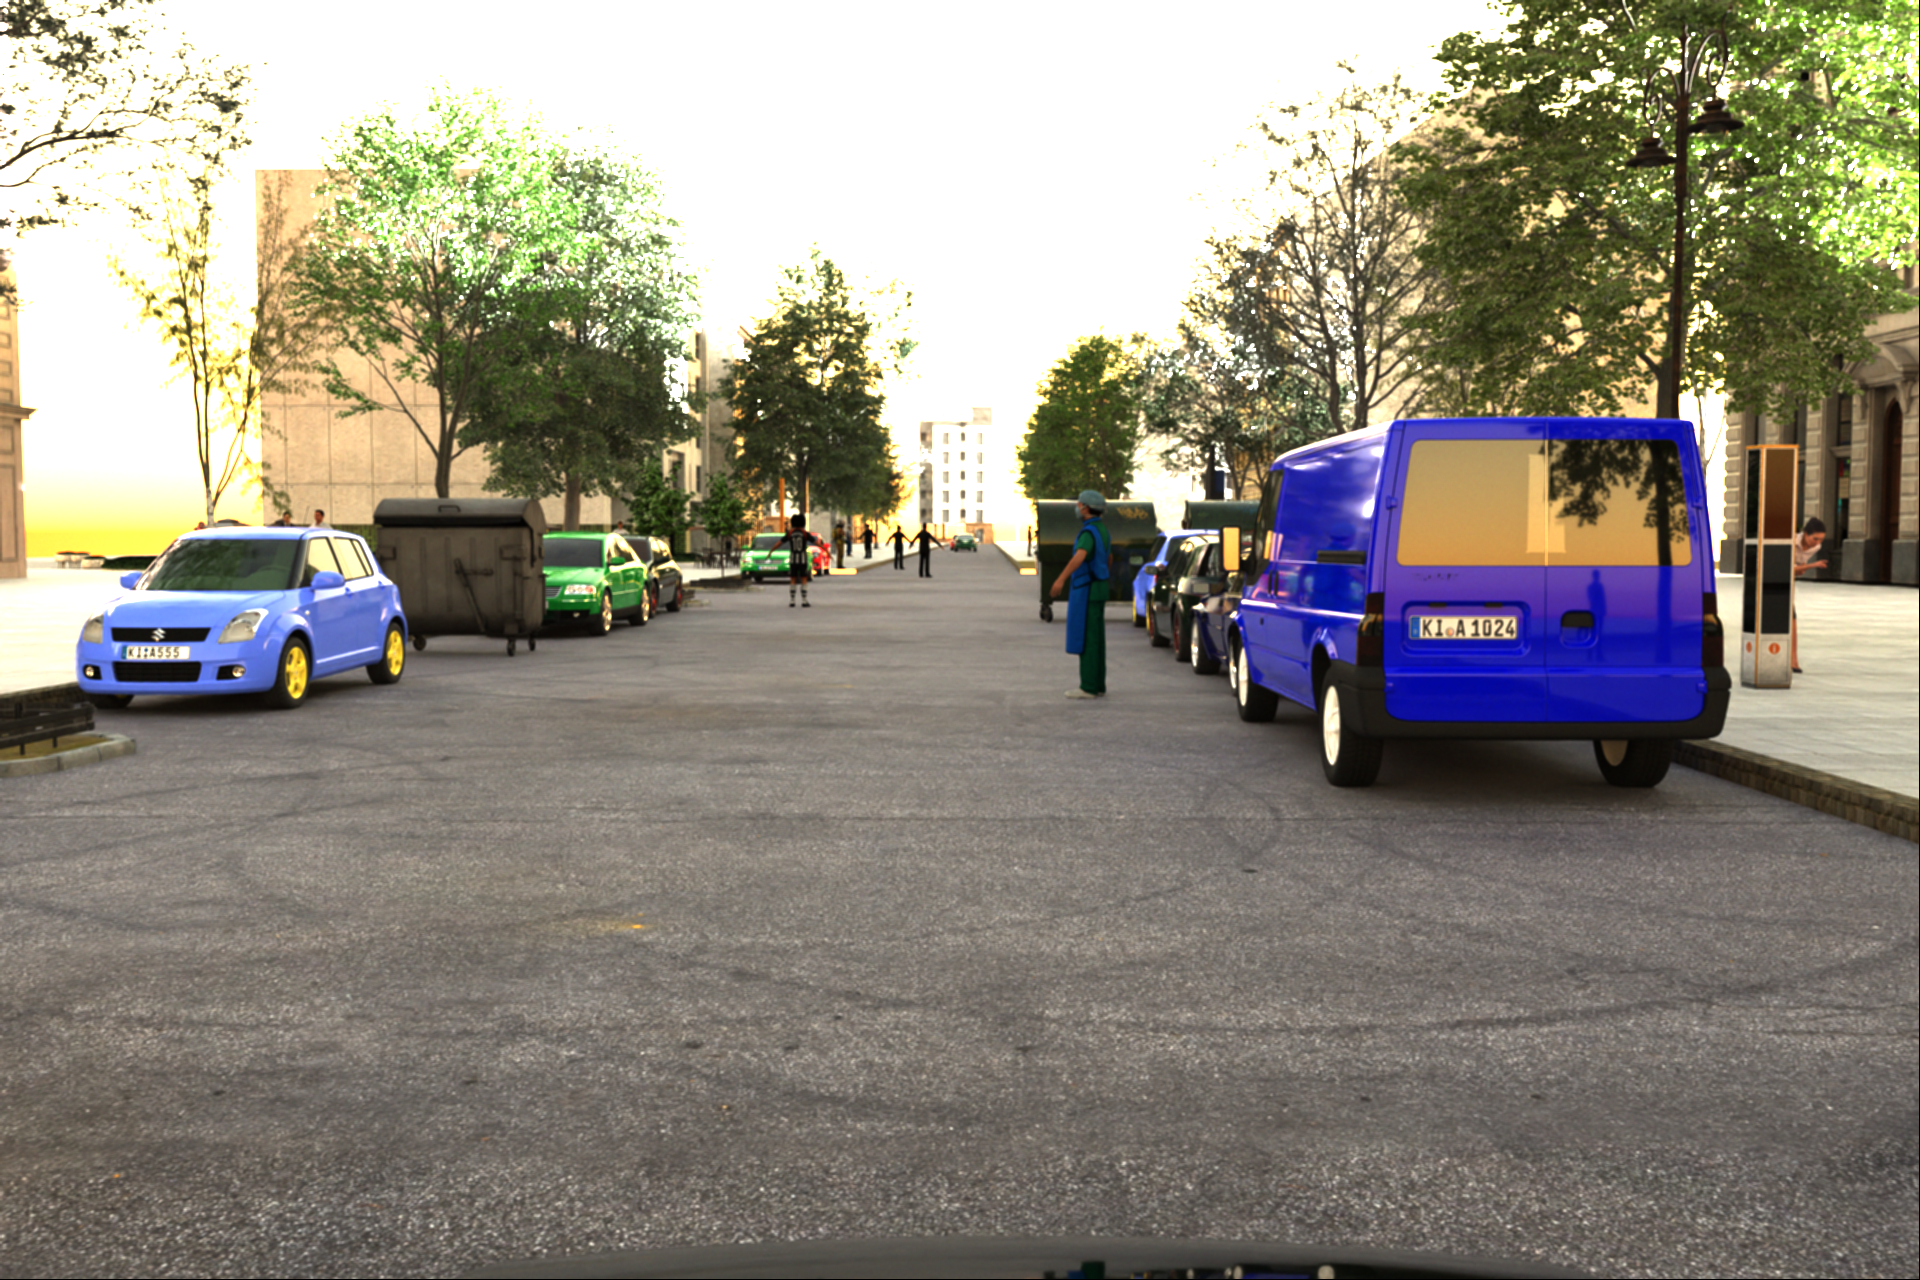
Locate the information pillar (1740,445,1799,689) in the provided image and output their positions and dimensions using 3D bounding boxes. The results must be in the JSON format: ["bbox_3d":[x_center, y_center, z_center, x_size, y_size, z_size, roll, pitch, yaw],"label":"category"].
[{"bbox_3d":[6.730,-0.607,14.414,0.304,2.012,0.304,0,4,0],"label":"information pillar"}]

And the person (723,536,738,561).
[{"bbox_3d":[-11.158,-4.740,83.630,0.705,1.813,1.348,2,4,24],"label":"person"}]

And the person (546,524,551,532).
[{"bbox_3d":[-15.212,-3.476,63.301,1.216,1.772,0.721,-1,4,-10],"label":"person"}]

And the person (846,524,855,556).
[{"bbox_3d":[-6.346,-5.728,99.511,0.705,1.847,1.347,-1,4,-20],"label":"person"}]

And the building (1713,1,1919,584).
[{"bbox_3d":[27.243,-13.083,41.626,11.050,23.595,19.941,0,4,1],"label":"building"}]

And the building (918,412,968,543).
[{"bbox_3d":[-5.966,-24.570,260.594,11.380,20.090,16.016,0,4,8],"label":"building"}]

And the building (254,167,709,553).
[{"bbox_3d":[-25.429,-14.267,99.727,16.747,18.905,31.486,0,4,1],"label":"building"}]

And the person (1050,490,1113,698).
[{"bbox_3d":[1.116,-0.406,15.221,0.704,1.817,1.347,1,4,22],"label":"person"}]

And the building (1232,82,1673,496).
[{"bbox_3d":[25.358,-16.042,93.215,19.493,23.208,18.063,0,4,0],"label":"building"}]

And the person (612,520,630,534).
[{"bbox_3d":[-11.706,-3.262,59.801,1.216,1.778,0.721,-1,4,-20],"label":"person"}]

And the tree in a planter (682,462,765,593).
[{"bbox_3d":[-5.934,-2.813,43.210,1.991,3.239,1.994,0,4,1],"label":"tree in a planter"}]

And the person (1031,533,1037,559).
[{"bbox_3d":[4.070,-5.137,89.959,0.705,1.833,1.349,2,4,29],"label":"person"}]

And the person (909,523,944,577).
[{"bbox_3d":[-1.158,-2.984,57.476,1.346,1.802,0.704,2,4,30],"label":"person"}]

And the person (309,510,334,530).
[{"bbox_3d":[-14.016,-1.941,37.884,1.344,1.810,0.704,1,4,10],"label":"person"}]

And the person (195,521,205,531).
[{"bbox_3d":[-21.301,-2.518,48.682,0.593,1.643,0.415,3,5,44],"label":"person"}]

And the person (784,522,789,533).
[{"bbox_3d":[-7.450,-4.192,74.682,0.704,1.812,1.346,1,4,9],"label":"person"}]

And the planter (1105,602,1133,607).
[{"bbox_3d":[3.652,-0.849,35.019,1.991,0.319,1.994,0,4,1],"label":"planter"}]

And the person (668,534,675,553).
[{"bbox_3d":[-14.997,-5.080,89.775,0.721,1.740,1.216,0,4,0],"label":"person"}]

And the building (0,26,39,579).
[{"bbox_3d":[-31.862,-13.839,38.283,10.469,25.551,25.511,0,3,0],"label":"building"}]

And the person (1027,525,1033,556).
[{"bbox_3d":[4.044,-5.723,99.845,0.705,1.796,1.348,0,4,2],"label":"person"}]

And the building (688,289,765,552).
[{"bbox_3d":[-25.439,-18.504,133.476,19.493,23.208,18.063,0,3,0],"label":"building"}]

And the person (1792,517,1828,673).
[{"bbox_3d":[7.687,-0.416,16.036,0.799,1.438,0.628,3,5,43],"label":"person"}]

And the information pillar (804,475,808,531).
[{"bbox_3d":[-6.095,-4.733,68.734,0.183,3.616,0.504,0,4,1],"label":"information pillar"}]

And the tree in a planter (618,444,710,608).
[{"bbox_3d":[-6.060,-2.281,34.513,1.991,3.239,1.994,0,4,2],"label":"tree in a planter"}]

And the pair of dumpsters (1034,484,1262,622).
[{"bbox_3d":[3.439,-1.446,28.585,4.436,2.255,1.574,0,3,0],"label":"pair of dumpsters"}]

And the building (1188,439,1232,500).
[{"bbox_3d":[25.200,-12.407,144.998,9.099,9.664,28.070,0,4,1],"label":"building"}]

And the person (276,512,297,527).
[{"bbox_3d":[-16.159,-2.177,41.637,1.345,1.823,0.704,-2,4,-27],"label":"person"}]

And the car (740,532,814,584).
[{"bbox_3d":[-5.387,-2.596,51.235,1.959,1.807,4.718,0,4,1],"label":"car"}]

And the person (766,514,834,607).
[{"bbox_3d":[-3.169,-1.559,34.088,1.345,1.843,0.704,0,4,5],"label":"person"}]

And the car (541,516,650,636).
[{"bbox_3d":[-5.819,-1.037,25.758,1.959,1.807,4.718,0,4,1],"label":"car"}]

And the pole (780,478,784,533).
[{"bbox_3d":[-6.482,-4.236,63.100,0.158,3.312,0.155,0,3,0],"label":"pole"}]

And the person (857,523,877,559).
[{"bbox_3d":[-4.839,-5.197,90.906,1.347,1.837,0.705,-3,5,-44],"label":"person"}]

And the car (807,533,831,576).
[{"bbox_3d":[-5.524,-3.123,60.108,2.155,1.783,4.494,0,4,1],"label":"car"}]

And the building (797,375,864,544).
[{"bbox_3d":[-22.828,-24.580,232.817,19.493,23.208,18.063,0,4,2],"label":"building"}]

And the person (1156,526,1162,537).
[{"bbox_3d":[5.560,-2.731,50.483,1.345,1.849,0.704,-1,4,-21],"label":"person"}]

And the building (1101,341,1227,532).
[{"bbox_3d":[25.975,-22.610,200.606,19.493,23.208,18.063,0,4,1],"label":"building"}]

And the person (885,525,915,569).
[{"bbox_3d":[-2.471,-3.771,70.341,1.346,1.802,0.704,2,4,26],"label":"person"}]

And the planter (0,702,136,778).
[{"bbox_3d":[-6.412,0.627,10.893,1.991,0.319,1.994,0,4,2],"label":"planter"}]

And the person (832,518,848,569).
[{"bbox_3d":[-4.365,-3.535,63.563,0.705,1.858,1.354,-1,4,-16],"label":"person"}]

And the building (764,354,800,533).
[{"bbox_3d":[-22.780,-19.771,179.671,16.016,20.090,11.380,0,4,2],"label":"building"}]

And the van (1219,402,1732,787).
[{"bbox_3d":[3.053,-0.433,11.457,2.240,2.365,5.245,0,4,0],"label":"van"}]

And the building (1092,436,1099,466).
[{"bbox_3d":[26.809,-23.879,221.357,19.493,23.208,18.063,0,4,1],"label":"building"}]
